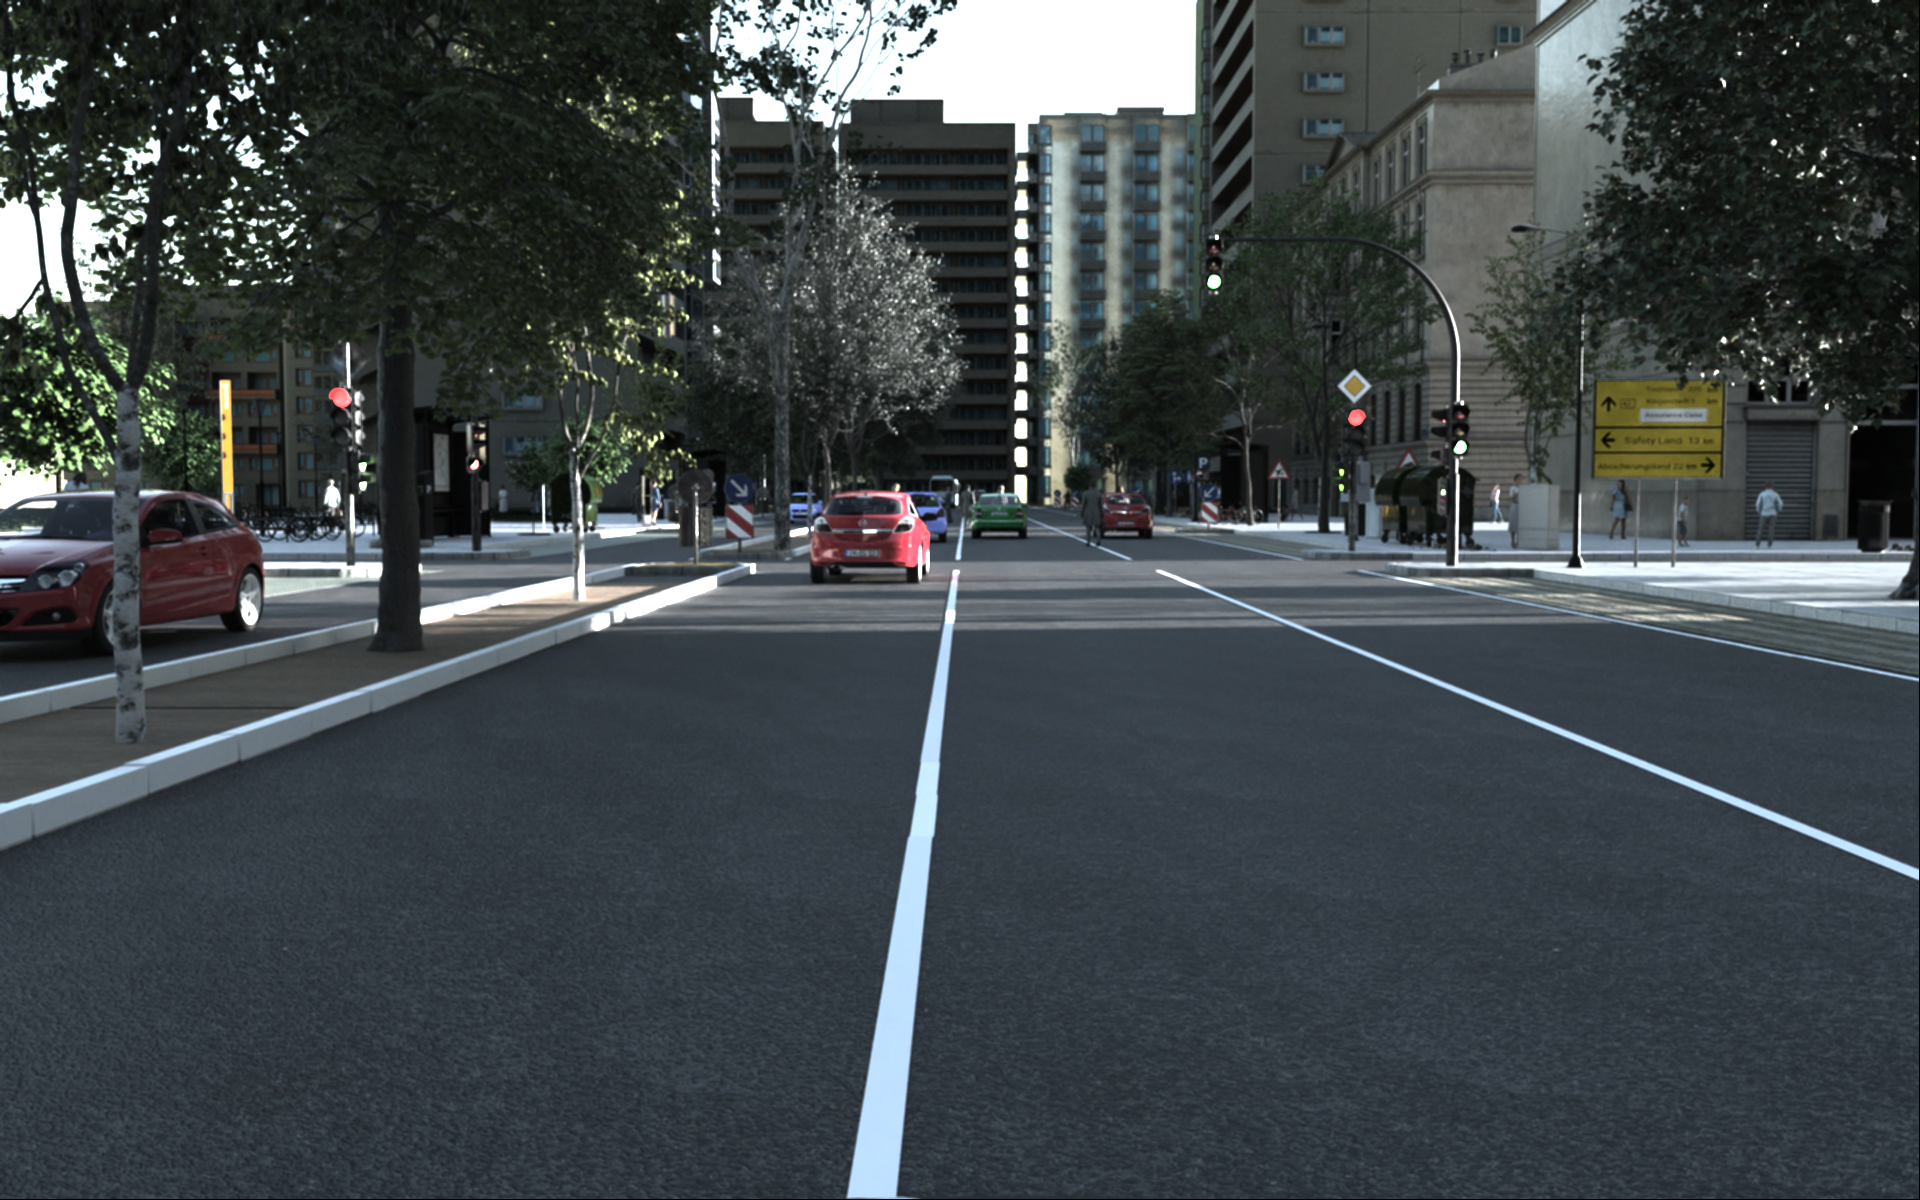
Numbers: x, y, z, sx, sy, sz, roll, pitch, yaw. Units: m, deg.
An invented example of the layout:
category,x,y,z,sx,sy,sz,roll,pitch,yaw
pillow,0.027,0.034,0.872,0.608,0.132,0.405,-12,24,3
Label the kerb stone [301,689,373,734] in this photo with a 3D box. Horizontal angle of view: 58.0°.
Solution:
category,x,y,z,sx,sy,sz,roll,pitch,yaw
kerb stone,-3.908,0.701,10.787,0.120,0.150,1.000,0,4,0

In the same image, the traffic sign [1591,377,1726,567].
category,x,y,z,sx,sy,sz,roll,pitch,yaw
traffic sign,12.192,-2.228,30.303,2.265,3.308,0.079,0,4,3

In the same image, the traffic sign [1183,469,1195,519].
category,x,y,z,sx,sy,sz,roll,pitch,yaw
traffic sign,11.885,-5.452,89.248,0.768,2.556,0.104,0,4,1

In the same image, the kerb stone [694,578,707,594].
category,x,y,z,sx,sy,sz,roll,pitch,yaw
kerb stone,-3.848,-0.179,25.140,0.120,0.150,1.000,0,4,0

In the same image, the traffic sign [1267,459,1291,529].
category,x,y,z,sx,sy,sz,roll,pitch,yaw
traffic sign,11.673,-3.878,63.409,0.884,2.594,0.081,0,4,5

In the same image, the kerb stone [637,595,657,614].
category,x,y,z,sx,sy,sz,roll,pitch,yaw
kerb stone,-3.864,0.071,21.030,0.120,0.150,1.000,0,4,0

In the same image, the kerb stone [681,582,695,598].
category,x,y,z,sx,sy,sz,roll,pitch,yaw
kerb stone,-3.858,-0.118,24.118,0.120,0.150,1.000,0,4,0

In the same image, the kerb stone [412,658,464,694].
category,x,y,z,sx,sy,sz,roll,pitch,yaw
kerb stone,-3.898,0.573,12.833,0.120,0.150,1.000,0,4,0

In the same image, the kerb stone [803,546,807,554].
category,x,y,z,sx,sy,sz,roll,pitch,yaw
kerb stone,-3.794,-1.155,41.073,0.120,0.150,1.000,0,4,0

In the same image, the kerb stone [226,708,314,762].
category,x,y,z,sx,sy,sz,roll,pitch,yaw
kerb stone,-3.905,0.760,9.764,0.120,0.150,1.000,0,4,0

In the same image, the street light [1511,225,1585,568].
category,x,y,z,sx,sy,sz,roll,pitch,yaw
street light,10.200,-3.517,30.039,1.470,5.913,1.316,0,4,0

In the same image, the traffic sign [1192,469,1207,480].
category,x,y,z,sx,sy,sz,roll,pitch,yaw
traffic sign,12.226,-5.402,88.422,0.768,2.556,0.104,0,4,4

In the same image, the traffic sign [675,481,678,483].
category,x,y,z,sx,sy,sz,roll,pitch,yaw
traffic sign,-13.626,-5.232,85.546,0.884,2.594,0.081,0,4,5

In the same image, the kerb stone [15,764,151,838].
category,x,y,z,sx,sy,sz,roll,pitch,yaw
kerb stone,-3.914,0.893,7.715,0.120,0.150,1.000,0,4,0

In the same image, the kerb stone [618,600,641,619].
category,x,y,z,sx,sy,sz,roll,pitch,yaw
kerb stone,-3.874,0.134,20.008,0.120,0.150,1.000,0,4,0

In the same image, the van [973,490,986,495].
category,x,y,z,sx,sy,sz,roll,pitch,yaw
van,1.902,-10.333,175.958,2.013,2.044,4.112,0,4,-1

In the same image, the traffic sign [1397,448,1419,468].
category,x,y,z,sx,sy,sz,roll,pitch,yaw
traffic sign,12.581,-2.976,48.654,0.884,2.594,0.081,0,4,3

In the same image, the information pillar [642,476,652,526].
category,x,y,z,sx,sy,sz,roll,pitch,yaw
information pillar,-12.526,-3.960,69.238,0.304,2.012,0.304,-2,4,-27

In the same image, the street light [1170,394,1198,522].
category,x,y,z,sx,sy,sz,roll,pitch,yaw
street light,10.375,-6.586,80.223,1.470,5.913,1.316,0,4,0

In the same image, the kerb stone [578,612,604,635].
category,x,y,z,sx,sy,sz,roll,pitch,yaw
kerb stone,-3.878,0.259,17.955,0.120,0.150,1.000,0,4,0

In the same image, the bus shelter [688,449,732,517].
category,x,y,z,sx,sy,sz,roll,pitch,yaw
bus shelter,-13.444,-6.191,92.510,1.731,3.624,6.357,0,3,0

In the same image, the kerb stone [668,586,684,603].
category,x,y,z,sx,sy,sz,roll,pitch,yaw
kerb stone,-3.861,-0.055,23.094,0.120,0.150,1.000,0,4,0

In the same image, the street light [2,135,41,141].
category,x,y,z,sx,sy,sz,roll,pitch,yaw
street light,-12.470,-3.049,22.388,1.470,5.913,1.316,0,4,0

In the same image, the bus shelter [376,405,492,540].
category,x,y,z,sx,sy,sz,roll,pitch,yaw
bus shelter,-14.594,-3.520,48.841,1.731,3.624,6.357,0,4,0

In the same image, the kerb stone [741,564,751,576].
category,x,y,z,sx,sy,sz,roll,pitch,yaw
kerb stone,-3.826,-0.491,30.271,0.120,0.150,1.000,0,4,0

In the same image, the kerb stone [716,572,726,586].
category,x,y,z,sx,sy,sz,roll,pitch,yaw
kerb stone,-3.839,-0.306,27.194,0.120,0.150,1.000,0,4,0

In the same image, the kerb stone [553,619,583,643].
category,x,y,z,sx,sy,sz,roll,pitch,yaw
kerb stone,-3.883,0.322,16.932,0.120,0.150,1.000,0,4,0

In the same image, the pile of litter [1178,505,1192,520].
category,x,y,z,sx,sy,sz,roll,pitch,yaw
pile of litter,12.555,-4.824,92.830,1.719,0.858,1.176,3,5,43

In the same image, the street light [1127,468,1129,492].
category,x,y,z,sx,sy,sz,roll,pitch,yaw
street light,10.500,-8.639,113.792,1.470,5.913,1.316,0,4,0

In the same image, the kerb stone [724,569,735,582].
category,x,y,z,sx,sy,sz,roll,pitch,yaw
kerb stone,-3.843,-0.369,28.223,0.120,0.150,1.000,0,4,0

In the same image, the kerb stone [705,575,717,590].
category,x,y,z,sx,sy,sz,roll,pitch,yaw
kerb stone,-3.847,-0.243,26.167,0.120,0.150,1.000,0,4,0

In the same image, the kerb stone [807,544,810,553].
category,x,y,z,sx,sy,sz,roll,pitch,yaw
kerb stone,-3.786,-1.217,42.101,0.120,0.150,1.000,0,4,0

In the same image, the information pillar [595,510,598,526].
category,x,y,z,sx,sy,sz,roll,pitch,yaw
information pillar,-14.791,-4.805,69.914,0.183,3.616,0.504,-3,4,-36

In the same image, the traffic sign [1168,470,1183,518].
category,x,y,z,sx,sy,sz,roll,pitch,yaw
traffic sign,11.384,-5.595,91.581,0.768,2.556,0.104,0,4,1

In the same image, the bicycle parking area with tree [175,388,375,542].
category,x,y,z,sx,sy,sz,roll,pitch,yaw
bicycle parking area with tree,-21.147,-3.824,49.526,9.016,4.147,8.231,1,4,13

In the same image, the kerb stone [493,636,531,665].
category,x,y,z,sx,sy,sz,roll,pitch,yaw
kerb stone,-3.891,0.447,14.879,0.120,0.150,1.000,0,4,0

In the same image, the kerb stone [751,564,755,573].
category,x,y,z,sx,sy,sz,roll,pitch,yaw
kerb stone,-3.829,-0.554,31.293,0.120,0.150,1.000,0,4,0

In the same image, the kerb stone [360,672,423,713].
category,x,y,z,sx,sy,sz,roll,pitch,yaw
kerb stone,-3.896,0.635,11.811,0.120,0.150,1.000,0,4,0

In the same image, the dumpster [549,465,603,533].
category,x,y,z,sx,sy,sz,roll,pitch,yaw
dumpster,-12.936,-3.403,58.140,1.502,2.255,1.985,0,4,0

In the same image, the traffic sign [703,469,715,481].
category,x,y,z,sx,sy,sz,roll,pitch,yaw
traffic sign,-12.730,-5.326,87.187,0.768,2.556,0.104,1,4,8

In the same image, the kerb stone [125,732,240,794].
category,x,y,z,sx,sy,sz,roll,pitch,yaw
kerb stone,-3.914,0.823,8.737,0.120,0.150,1.000,0,4,0

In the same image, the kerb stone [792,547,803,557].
category,x,y,z,sx,sy,sz,roll,pitch,yaw
kerb stone,-3.799,-1.090,40.048,0.120,0.150,1.000,0,4,0

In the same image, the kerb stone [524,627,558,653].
category,x,y,z,sx,sy,sz,roll,pitch,yaw
kerb stone,-3.896,0.385,15.901,0.120,0.150,1.000,0,4,0

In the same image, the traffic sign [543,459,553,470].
category,x,y,z,sx,sy,sz,roll,pitch,yaw
traffic sign,-14.650,-3.737,60.831,0.795,2.593,0.064,0,4,3

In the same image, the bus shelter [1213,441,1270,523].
category,x,y,z,sx,sy,sz,roll,pitch,yaw
bus shelter,12.978,-5.432,80.099,1.731,3.624,6.357,0,4,0

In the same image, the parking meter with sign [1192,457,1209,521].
category,x,y,z,sx,sy,sz,roll,pitch,yaw
parking meter with sign,11.380,-5.273,82.473,0.543,3.016,1.738,0,4,-4

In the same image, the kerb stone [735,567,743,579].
category,x,y,z,sx,sy,sz,roll,pitch,yaw
kerb stone,-3.835,-0.431,29.245,0.120,0.150,1.000,0,4,0

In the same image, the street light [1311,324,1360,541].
category,x,y,z,sx,sy,sz,roll,pitch,yaw
street light,10.279,-4.581,47.443,1.470,5.913,1.316,0,4,0

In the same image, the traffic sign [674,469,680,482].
category,x,y,z,sx,sy,sz,roll,pitch,yaw
traffic sign,-13.440,-5.117,83.764,0.768,2.556,0.104,0,4,3

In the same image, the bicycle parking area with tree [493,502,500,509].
category,x,y,z,sx,sy,sz,roll,pitch,yaw
bicycle parking area with tree,-32.669,-7.356,107.269,8.231,4.147,9.016,1,4,9

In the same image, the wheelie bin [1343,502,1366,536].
category,x,y,z,sx,sy,sz,roll,pitch,yaw
wheelie bin,12.199,-2.782,53.386,0.980,1.594,0.693,-2,4,-32

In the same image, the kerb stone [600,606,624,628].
category,x,y,z,sx,sy,sz,roll,pitch,yaw
kerb stone,-3.872,0.199,18.977,0.120,0.150,1.000,0,4,0

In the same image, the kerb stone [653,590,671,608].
category,x,y,z,sx,sy,sz,roll,pitch,yaw
kerb stone,-3.866,0.008,22.065,0.120,0.150,1.000,0,4,0

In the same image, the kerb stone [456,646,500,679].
category,x,y,z,sx,sy,sz,roll,pitch,yaw
kerb stone,-3.895,0.510,13.855,0.120,0.150,1.000,0,4,0
